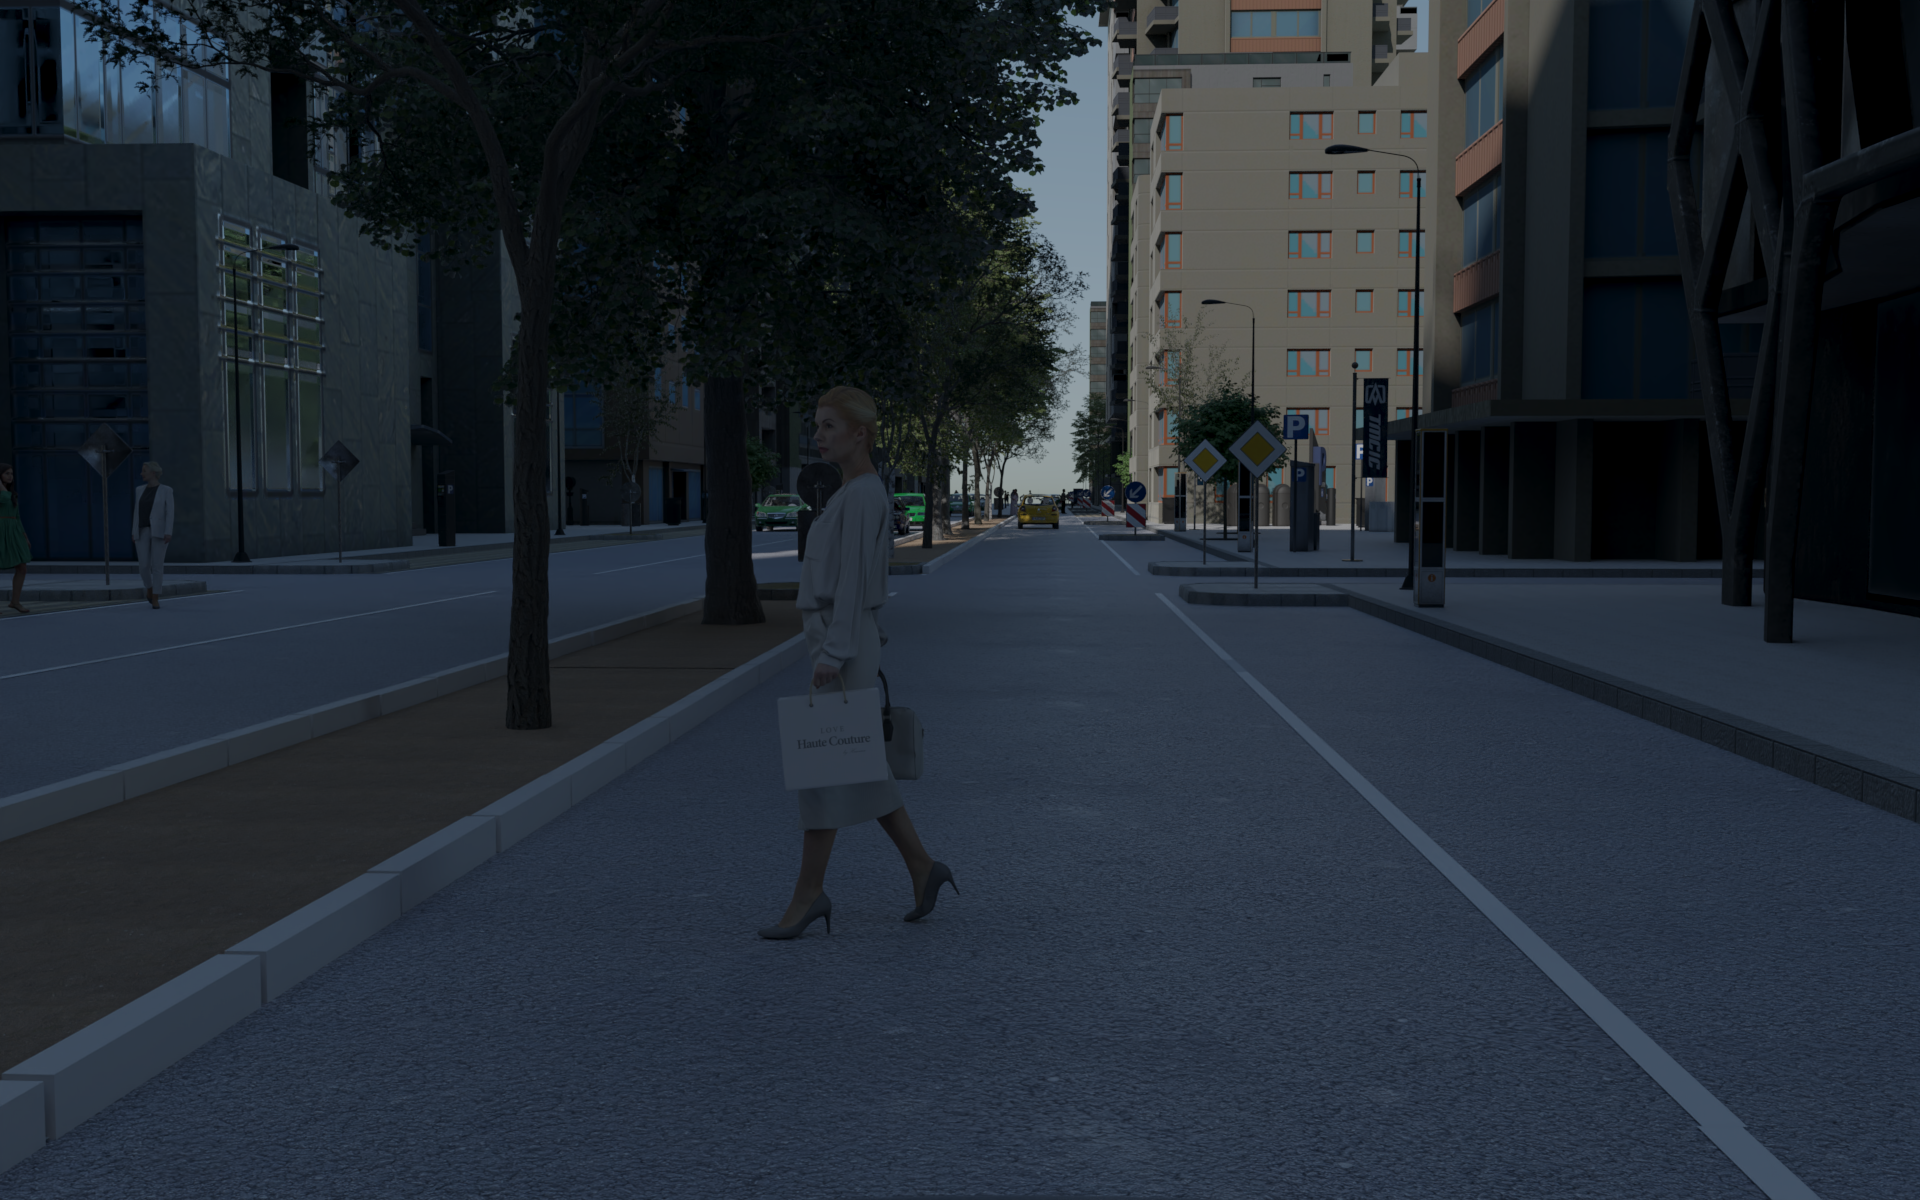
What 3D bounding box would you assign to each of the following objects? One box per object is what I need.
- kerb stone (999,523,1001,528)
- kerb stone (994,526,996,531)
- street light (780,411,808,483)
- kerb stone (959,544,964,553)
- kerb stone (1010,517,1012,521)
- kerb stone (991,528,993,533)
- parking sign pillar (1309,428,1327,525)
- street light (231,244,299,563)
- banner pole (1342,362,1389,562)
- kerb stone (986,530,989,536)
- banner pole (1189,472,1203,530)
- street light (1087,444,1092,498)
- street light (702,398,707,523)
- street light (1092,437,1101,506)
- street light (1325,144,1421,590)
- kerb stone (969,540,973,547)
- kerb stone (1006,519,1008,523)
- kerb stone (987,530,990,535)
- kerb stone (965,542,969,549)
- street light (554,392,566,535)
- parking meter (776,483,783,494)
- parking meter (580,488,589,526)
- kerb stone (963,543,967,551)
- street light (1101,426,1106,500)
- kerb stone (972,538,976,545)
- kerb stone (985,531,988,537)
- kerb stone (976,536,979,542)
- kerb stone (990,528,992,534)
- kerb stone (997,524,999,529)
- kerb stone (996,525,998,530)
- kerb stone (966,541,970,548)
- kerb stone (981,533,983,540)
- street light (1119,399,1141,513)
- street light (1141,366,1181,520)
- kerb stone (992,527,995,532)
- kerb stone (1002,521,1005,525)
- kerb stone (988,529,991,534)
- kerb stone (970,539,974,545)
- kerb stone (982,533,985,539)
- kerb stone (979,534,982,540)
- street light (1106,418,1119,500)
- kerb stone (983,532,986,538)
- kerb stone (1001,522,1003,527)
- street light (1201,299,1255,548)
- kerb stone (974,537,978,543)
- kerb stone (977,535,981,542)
[{"bbox_3d":[1.491,-2.946,70.376,0.120,0.150,1.000,0,4,3],"label":"kerb stone"},{"bbox_3d":[1.156,-2.571,64.237,0.120,0.150,1.000,0,4,3],"label":"kerb stone"},{"bbox_3d":[-9.518,-7.628,97.266,1.470,5.913,1.316,0,4,3],"label":"street light"},{"bbox_3d":[-0.039,-1.193,41.708,0.120,0.150,1.000,0,4,3],"label":"kerb stone"},{"bbox_3d":[2.415,-4.011,87.781,0.120,0.150,1.000,0,4,3],"label":"kerb stone"},{"bbox_3d":[0.996,-2.382,61.170,0.120,0.150,1.000,0,4,3],"label":"kerb stone"},{"bbox_3d":[14.720,-5.066,71.307,1.447,3.967,1.447,2,4,25],"label":"parking sign pillar"},{"bbox_3d":[-12.944,-3.655,32.295,1.470,5.913,1.316,0,4,3],"label":"street light"},{"bbox_3d":[7.712,-2.622,32.890,0.863,3.779,0.401,1,4,9],"label":"banner pole"},{"bbox_3d":[0.784,-2.125,57.064,0.120,0.150,1.000,0,4,3],"label":"kerb stone"},{"bbox_3d":[8.490,-4.388,61.757,0.401,3.779,0.863,-1,4,-20],"label":"banner pole"},{"bbox_3d":[12.830,-11.539,161.199,1.470,5.913,1.316,0,4,3],"label":"street light"},{"bbox_3d":[-10.628,-6.317,75.820,1.470,5.913,1.316,0,4,3],"label":"street light"},{"bbox_3d":[11.627,-10.227,139.758,1.470,5.913,1.316,0,4,3],"label":"street light"},{"bbox_3d":[5.545,-3.095,23.151,1.470,5.913,1.316,0,4,3],"label":"street light"},{"bbox_3d":[0.181,-1.443,45.794,0.120,0.150,1.000,0,4,3],"label":"kerb stone"},{"bbox_3d":[2.027,-3.574,80.626,0.120,0.150,1.000,0,4,3],"label":"kerb stone"},{"bbox_3d":[0.836,-2.195,58.089,0.120,0.150,1.000,0,4,3],"label":"kerb stone"},{"bbox_3d":[0.068,-1.318,43.749,0.120,0.150,1.000,0,4,3],"label":"kerb stone"},{"bbox_3d":[-11.926,-4.967,53.746,1.470,5.913,1.316,0,4,3],"label":"street light"},{"bbox_3d":[-9.807,-5.408,94.138,0.255,1.863,0.399,1,4,21],"label":"parking meter"},{"bbox_3d":[-15.174,-3.766,69.978,0.372,1.533,0.369,0,3,0],"label":"parking meter"},{"bbox_3d":[0.021,-1.256,42.728,0.120,0.150,1.000,0,4,3],"label":"kerb stone"},{"bbox_3d":[10.580,-8.915,118.309,1.470,5.913,1.316,0,4,3],"label":"street light"},{"bbox_3d":[0.295,-1.569,47.848,0.120,0.150,1.000,0,4,3],"label":"kerb stone"},{"bbox_3d":[0.730,-2.069,56.043,0.120,0.150,1.000,0,4,3],"label":"kerb stone"},{"bbox_3d":[0.399,-1.695,49.910,0.120,0.150,1.000,0,4,3],"label":"kerb stone"},{"bbox_3d":[0.948,-2.317,60.150,0.120,0.150,1.000,0,4,3],"label":"kerb stone"},{"bbox_3d":[1.381,-2.822,68.331,0.120,0.150,1.000,0,4,3],"label":"kerb stone"},{"bbox_3d":[1.269,-2.696,66.281,0.120,0.150,1.000,0,4,3],"label":"kerb stone"},{"bbox_3d":[0.119,-1.381,44.770,0.120,0.150,1.000,0,4,3],"label":"kerb stone"},{"bbox_3d":[0.561,-1.877,52.977,0.120,0.150,1.000,0,4,3],"label":"kerb stone"},{"bbox_3d":[8.700,-6.864,84.764,1.470,5.913,1.316,0,4,3],"label":"street light"},{"bbox_3d":[7.419,-5.526,62.887,1.470,5.913,1.316,0,4,3],"label":"street light"},{"bbox_3d":[1.105,-2.507,63.213,0.120,0.150,1.000,0,4,3],"label":"kerb stone"},{"bbox_3d":[1.763,-3.260,75.503,0.120,0.150,1.000,0,4,3],"label":"kerb stone"},{"bbox_3d":[0.898,-2.257,59.116,0.120,0.150,1.000,0,4,3],"label":"kerb stone"},{"bbox_3d":[0.231,-1.506,46.816,0.120,0.150,1.000,0,4,3],"label":"kerb stone"},{"bbox_3d":[0.617,-1.945,53.997,0.120,0.150,1.000,0,4,3],"label":"kerb stone"},{"bbox_3d":[0.510,-1.820,51.951,0.120,0.150,1.000,0,4,3],"label":"kerb stone"},{"bbox_3d":[9.901,-8.175,106.205,1.470,5.913,1.316,0,4,3],"label":"street light"},{"bbox_3d":[0.673,-2.008,55.023,0.120,0.150,1.000,0,4,3],"label":"kerb stone"},{"bbox_3d":[1.646,-3.134,73.452,0.120,0.150,1.000,0,4,3],"label":"kerb stone"},{"bbox_3d":[6.453,-4.214,41.434,1.470,5.913,1.316,0,4,3],"label":"street light"},{"bbox_3d":[0.341,-1.632,48.878,0.120,0.150,1.000,0,4,3],"label":"kerb stone"},{"bbox_3d":[0.450,-1.758,50.931,0.120,0.150,1.000,0,4,3],"label":"kerb stone"}]
